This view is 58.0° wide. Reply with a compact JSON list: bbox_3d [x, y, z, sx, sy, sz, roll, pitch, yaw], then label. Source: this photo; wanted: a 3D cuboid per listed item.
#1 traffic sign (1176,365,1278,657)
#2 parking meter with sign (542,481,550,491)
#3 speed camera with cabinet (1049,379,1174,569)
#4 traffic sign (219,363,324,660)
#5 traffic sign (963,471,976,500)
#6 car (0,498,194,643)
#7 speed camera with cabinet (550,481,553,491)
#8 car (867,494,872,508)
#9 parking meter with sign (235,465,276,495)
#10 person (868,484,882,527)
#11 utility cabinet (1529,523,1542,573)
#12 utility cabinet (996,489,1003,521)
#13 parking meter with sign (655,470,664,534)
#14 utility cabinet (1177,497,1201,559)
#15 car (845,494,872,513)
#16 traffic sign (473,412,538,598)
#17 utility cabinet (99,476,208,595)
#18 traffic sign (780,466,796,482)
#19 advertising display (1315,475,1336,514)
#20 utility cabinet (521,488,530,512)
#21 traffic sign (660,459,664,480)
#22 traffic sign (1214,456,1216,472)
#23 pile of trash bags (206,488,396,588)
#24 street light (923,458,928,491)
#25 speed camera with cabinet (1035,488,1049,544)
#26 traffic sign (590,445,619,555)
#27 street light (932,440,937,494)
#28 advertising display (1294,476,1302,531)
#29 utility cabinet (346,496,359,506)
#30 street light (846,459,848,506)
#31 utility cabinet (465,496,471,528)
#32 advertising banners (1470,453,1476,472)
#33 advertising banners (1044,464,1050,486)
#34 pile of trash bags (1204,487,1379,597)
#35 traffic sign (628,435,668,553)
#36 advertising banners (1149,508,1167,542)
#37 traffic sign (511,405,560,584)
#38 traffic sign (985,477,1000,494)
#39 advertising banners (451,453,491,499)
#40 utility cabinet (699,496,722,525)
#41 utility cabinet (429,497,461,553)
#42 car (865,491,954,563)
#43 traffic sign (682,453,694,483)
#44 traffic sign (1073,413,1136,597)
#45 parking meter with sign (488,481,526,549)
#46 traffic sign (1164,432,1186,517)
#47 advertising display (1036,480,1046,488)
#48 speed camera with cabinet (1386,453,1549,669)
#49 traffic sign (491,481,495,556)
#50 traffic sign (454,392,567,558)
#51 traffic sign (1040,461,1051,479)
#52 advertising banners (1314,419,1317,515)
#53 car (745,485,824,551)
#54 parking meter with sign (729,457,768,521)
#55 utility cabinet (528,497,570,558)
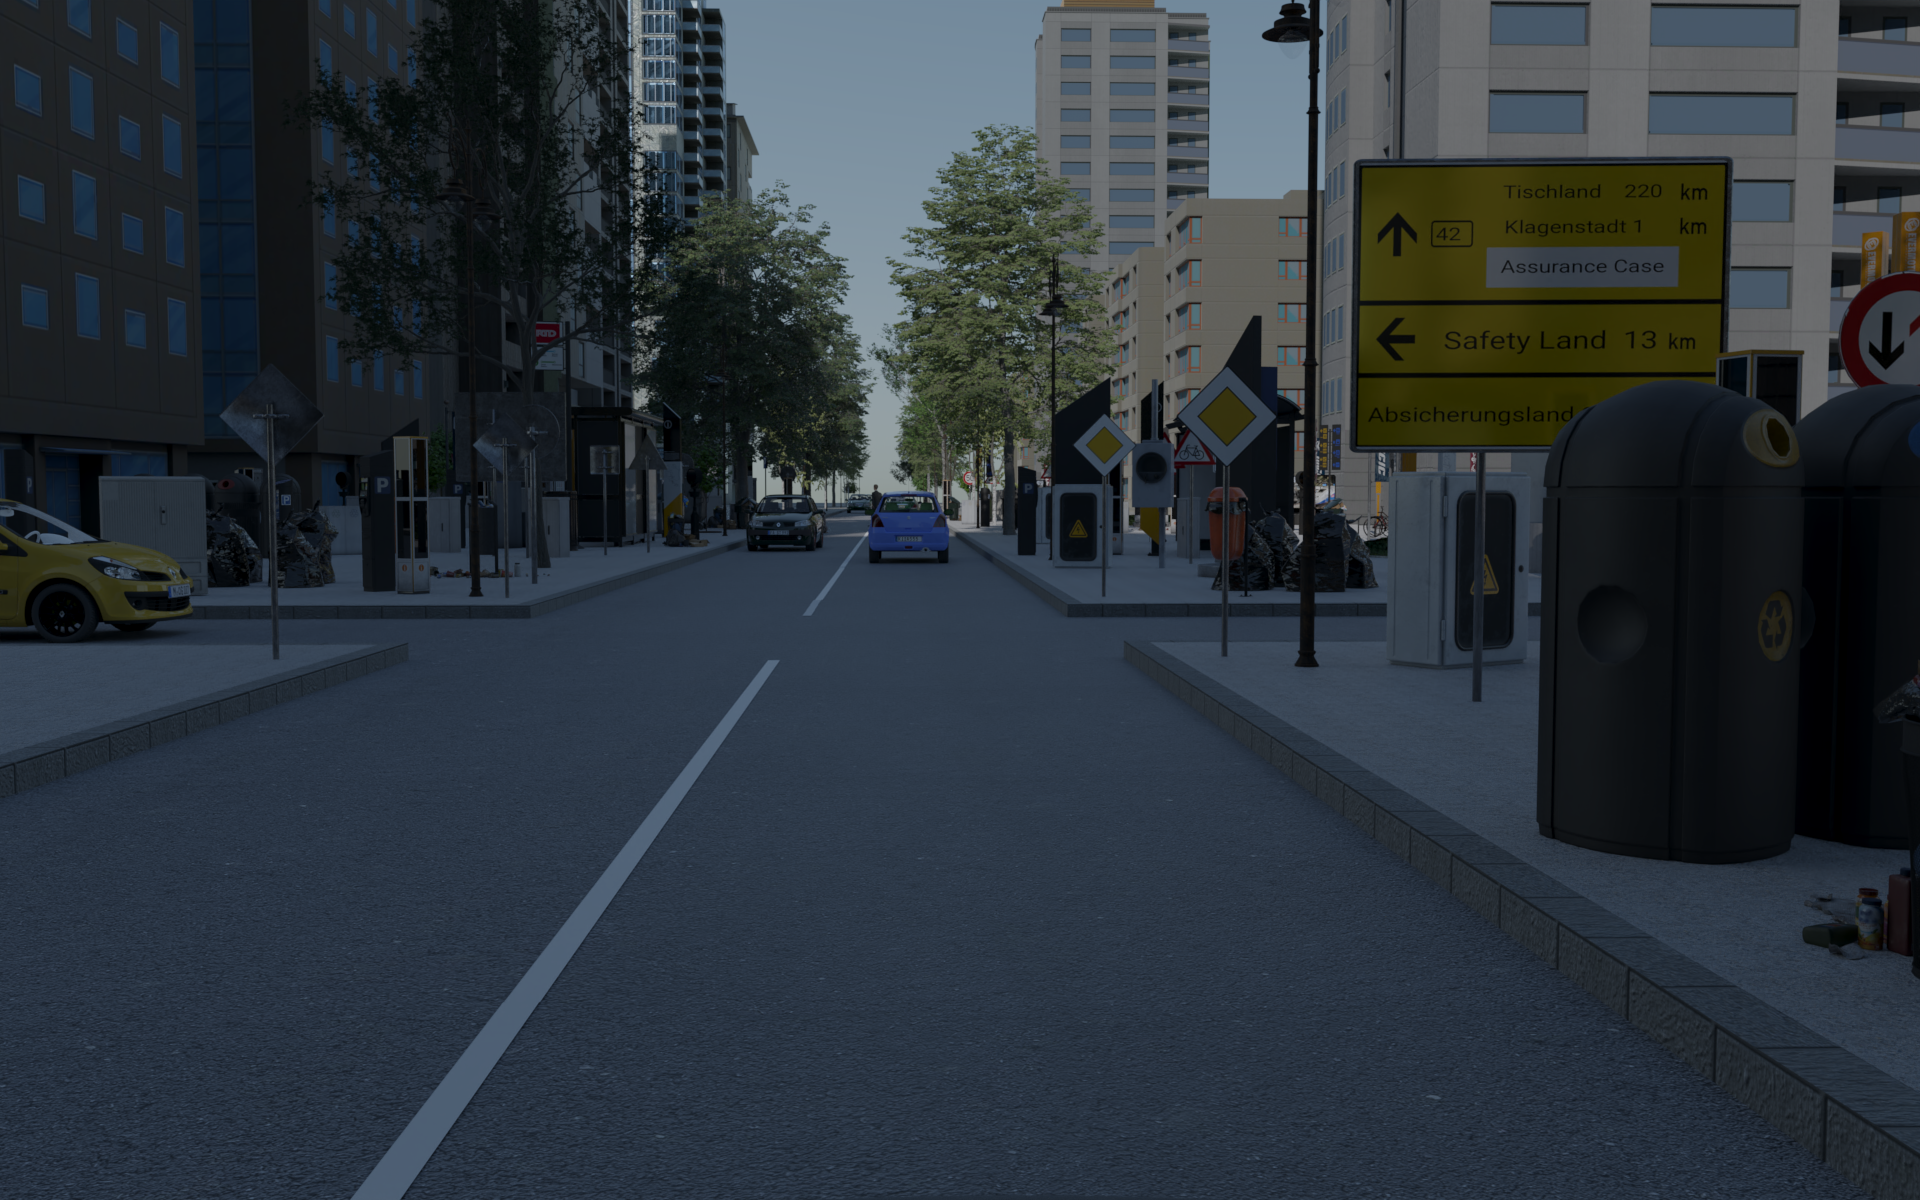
[{"bbox_3d":[2.087,-0.610,13.622,0.795,2.450,0.064,0,4,-2],"label":"traffic sign"},{"bbox_3d":[-18.476,-4.899,76.361,0.543,3.016,1.738,3,5,40],"label":"parking meter with sign"},{"bbox_3d":[2.645,-2.174,29.887,2.038,3.252,0.660,1,4,12],"label":"speed camera with cabinet"},{"bbox_3d":[-5.303,-0.595,13.373,0.795,2.450,0.064,0,4,-2],"label":"traffic sign"},{"bbox_3d":[0.557,-5.853,95.804,0.768,2.556,0.104,0,4,6],"label":"traffic sign"},{"bbox_3d":[-9.828,-0.436,17.355,3.980,1.641,2.015,0,4,-2],"label":"car"},{"bbox_3d":[-19.042,-5.302,81.020,2.038,3.252,0.660,3,4,38],"label":"speed camera with cabinet"},{"bbox_3d":[-8.828,-9.348,162.618,2.009,1.686,4.222,0,4,-4],"label":"car"},{"bbox_3d":[-21.358,-3.408,51.981,0.543,3.016,1.738,3,5,44],"label":"parking meter with sign"},{"bbox_3d":[-3.634,-4.017,73.963,0.659,1.850,0.755,-3,4,-38],"label":"person"},{"bbox_3d":[9.630,-1.022,27.864,0.306,1.237,1.020,-3,4,-38],"label":"utility cabinet"},{"bbox_3d":[2.160,-4.469,81.754,0.318,1.500,1.173,-2,4,-31],"label":"utility cabinet"},{"bbox_3d":[-9.859,-3.629,55.599,1.738,3.016,0.543,0,4,4],"label":"parking meter with sign"},{"bbox_3d":[4.593,-1.451,34.884,0.306,1.237,1.020,0,4,-3],"label":"utility cabinet"},{"bbox_3d":[-7.618,-7.290,130.986,2.131,1.459,4.920,0,4,-2],"label":"car"},{"bbox_3d":[-5.595,-1.083,21.352,0.795,2.450,0.064,0,4,-2],"label":"traffic sign"},{"bbox_3d":[-10.060,-0.791,21.620,1.173,1.500,0.318,-2,4,-32],"label":"utility cabinet"},{"bbox_3d":[-7.834,-4.818,78.886,0.768,2.556,0.104,0,4,5],"label":"traffic sign"},{"bbox_3d":[11.928,-3.179,57.195,0.974,1.923,0.123,-1,4,-12],"label":"advertising display"},{"bbox_3d":[-15.332,-3.157,60.294,1.173,1.500,0.318,3,5,39],"label":"utility cabinet"},{"bbox_3d":[-8.420,-2.945,50.281,0.606,2.300,0.079,0,4,7],"label":"traffic sign"},{"bbox_3d":[5.200,-1.922,33.561,0.606,2.300,0.079,0,4,1],"label":"traffic sign"},{"bbox_3d":[-9.194,-0.895,24.391,3.447,1.369,1.912,0,4,4],"label":"pile of trash bags"},{"bbox_3d":[-4.055,-13.459,192.839,0.468,5.910,1.993,0,4,-2],"label":"street light"},{"bbox_3d":[2.792,-3.089,44.839,2.038,3.252,0.660,-2,4,-32],"label":"speed camera with cabinet"},{"bbox_3d":[-7.428,-2.086,36.240,0.606,2.300,0.079,0,4,-1],"label":"traffic sign"},{"bbox_3d":[-2.055,-10.309,141.341,0.468,5.910,1.993,0,4,-2],"label":"street light"},{"bbox_3d":[11.541,-3.389,60.625,0.123,1.923,0.974,-3,5,-44],"label":"advertising display"},{"bbox_3d":[-18.568,-2.617,53.945,1.020,1.237,0.306,1,4,11],"label":"utility cabinet"},{"bbox_3d":[-11.862,-12.743,181.138,0.468,5.910,1.993,0,4,-2],"label":"street light"},{"bbox_3d":[-18.720,-3.298,65.086,1.020,1.237,0.306,-2,4,-24],"label":"utility cabinet"},{"bbox_3d":[17.359,-3.740,57.332,0.090,3.025,2.074,-1,4,-11],"label":"advertising banners"},{"bbox_3d":[4.059,-5.815,91.268,0.090,3.025,2.074,-3,5,-40],"label":"advertising banners"},{"bbox_3d":[4.181,-0.808,22.961,1.912,1.369,3.447,2,4,34],"label":"pile of trash bags"},{"bbox_3d":[-6.823,-2.315,37.861,0.884,2.594,0.081,0,4,7],"label":"traffic sign"},{"bbox_3d":[5.134,-3.019,45.553,0.090,3.025,2.074,-1,4,-8],"label":"advertising banners"},{"bbox_3d":[-6.087,-1.504,24.705,0.768,2.556,0.104,0,4,5],"label":"traffic sign"},{"bbox_3d":[1.681,-5.571,91.094,0.884,2.594,0.081,0,4,7],"label":"traffic sign"},{"bbox_3d":[-20.773,-4.772,74.212,2.074,3.025,0.090,0,4,3],"label":"advertising banners"},{"bbox_3d":[-10.089,-3.586,69.792,1.020,1.237,0.306,0,4,-6],"label":"utility cabinet"},{"bbox_3d":[-11.398,-1.656,38.245,0.306,1.237,1.020,-3,5,-43],"label":"utility cabinet"},{"bbox_3d":[-1.092,-1.688,37.197,1.945,1.707,3.694,0,4,-2],"label":"car"},{"bbox_3d":[-8.686,-3.304,54.134,0.768,2.556,0.104,0,4,6],"label":"traffic sign"},{"bbox_3d":[1.795,-1.098,21.602,0.795,2.450,0.064,0,4,-2],"label":"traffic sign"},{"bbox_3d":[-10.674,-2.730,40.891,0.543,3.016,1.738,1,4,17],"label":"parking meter with sign"},{"bbox_3d":[4.262,-2.212,36.167,0.884,2.594,0.081,0,4,4],"label":"traffic sign"},{"bbox_3d":[4.189,-5.078,88.242,0.123,1.923,0.974,1,4,22],"label":"advertising display"},{"bbox_3d":[4.210,-1.159,13.291,2.038,3.252,0.660,-2,4,-33],"label":"speed camera with cabinet"},{"bbox_3d":[-9.609,-2.179,35.625,0.884,2.594,0.081,0,4,3],"label":"traffic sign"},{"bbox_3d":[-8.972,-2.489,34.576,2.265,3.308,0.079,0,4,5],"label":"traffic sign"},{"bbox_3d":[3.236,-3.692,60.366,0.884,2.594,0.081,0,3,0],"label":"traffic sign"},{"bbox_3d":[8.150,-2.671,39.857,0.090,3.025,2.074,1,4,15],"label":"advertising banners"},{"bbox_3d":[-4.499,-2.142,44.814,2.009,1.686,4.222,0,4,0],"label":"car"},{"bbox_3d":[-9.895,-5.183,81.002,1.738,3.016,0.543,-1,4,-20],"label":"parking meter with sign"},{"bbox_3d":[-8.401,-1.476,35.288,1.020,1.237,0.306,3,4,37],"label":"utility cabinet"}]
